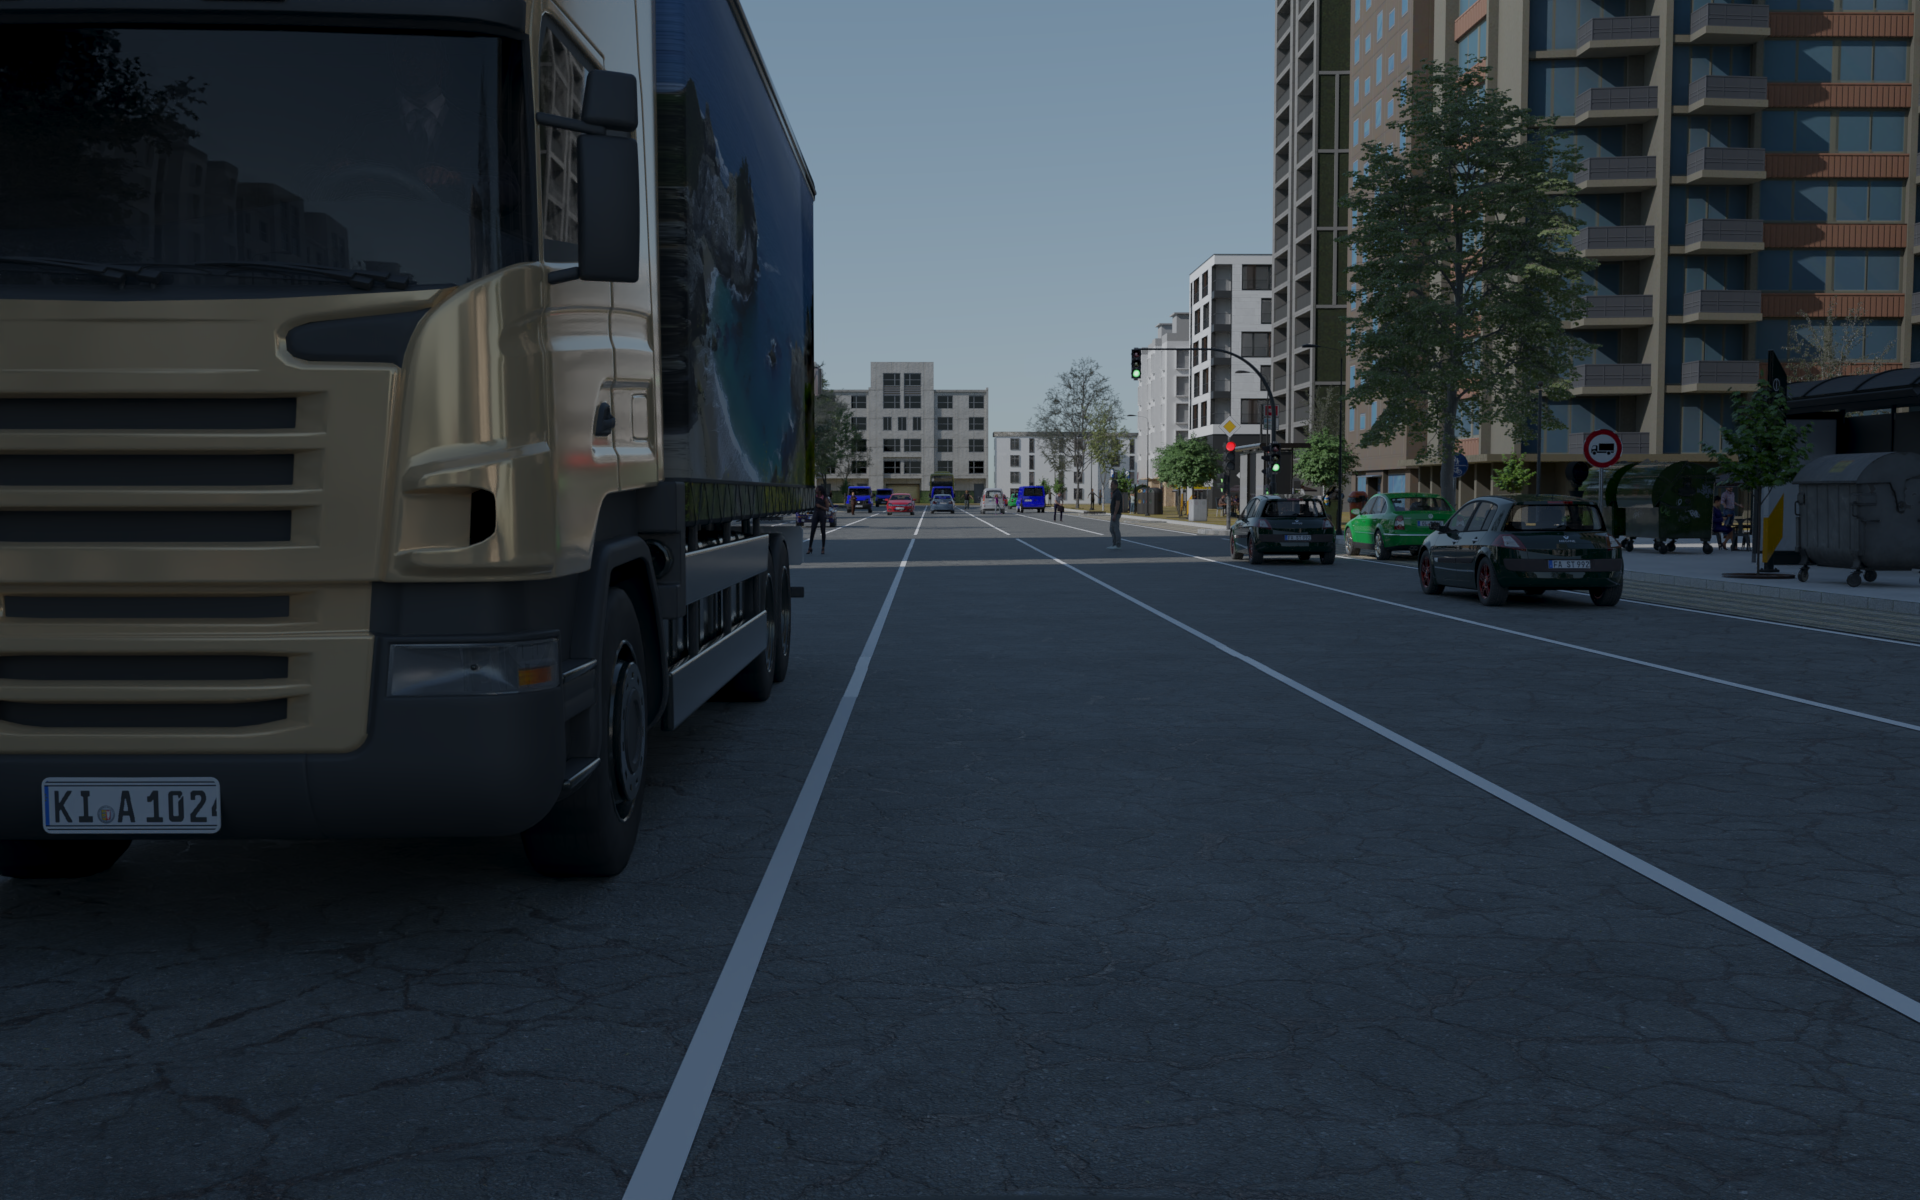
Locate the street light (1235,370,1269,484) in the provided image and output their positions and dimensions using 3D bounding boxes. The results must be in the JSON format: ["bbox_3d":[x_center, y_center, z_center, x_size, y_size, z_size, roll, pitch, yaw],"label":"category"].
[{"bbox_3d":[11.005,-5.660,65.086,1.470,5.913,1.316,0,4,-1],"label":"street light"}]

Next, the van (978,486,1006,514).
[{"bbox_3d":[2.336,-7.204,124.802,2.013,2.044,4.112,0,4,-2],"label":"van"}]

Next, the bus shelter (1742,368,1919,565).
[{"bbox_3d":[15.191,-2.130,28.750,2.014,3.302,5.546,0,4,-1],"label":"bus shelter"}]

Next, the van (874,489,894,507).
[{"bbox_3d":[-8.291,-11.399,190.761,2.240,2.365,5.245,0,3,0],"label":"van"}]

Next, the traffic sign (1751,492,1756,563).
[{"bbox_3d":[14.869,-1.973,32.366,0.768,2.556,0.104,0,4,6],"label":"traffic sign"}]

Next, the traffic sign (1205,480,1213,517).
[{"bbox_3d":[14.055,-5.881,98.287,0.606,2.300,0.079,0,4,5],"label":"traffic sign"}]

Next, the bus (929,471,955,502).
[{"bbox_3d":[-1.928,-11.872,185.652,2.896,3.916,12.252,0,4,-1],"label":"bus"}]

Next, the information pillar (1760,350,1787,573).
[{"bbox_3d":[13.330,-2.262,28.342,0.504,3.616,0.183,-3,4,-36],"label":"information pillar"}]

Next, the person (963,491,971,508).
[{"bbox_3d":[0.808,-10.734,184.014,0.705,1.823,1.348,-3,4,-36],"label":"person"}]

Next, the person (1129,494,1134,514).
[{"bbox_3d":[11.324,-6.334,113.513,0.435,1.345,0.340,1,4,9],"label":"person"}]

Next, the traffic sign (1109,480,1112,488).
[{"bbox_3d":[11.153,-7.575,125.973,0.606,2.300,0.079,0,4,7],"label":"traffic sign"}]

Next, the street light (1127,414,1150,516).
[{"bbox_3d":[10.429,-7.865,101.136,1.470,5.913,1.316,0,4,-1],"label":"street light"}]

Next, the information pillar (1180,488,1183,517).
[{"bbox_3d":[12.667,-6.575,98.860,0.183,3.616,0.504,0,4,5],"label":"information pillar"}]

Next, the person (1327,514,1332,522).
[{"bbox_3d":[10.349,-2.046,49.875,0.695,0.859,0.347,1,4,11],"label":"person"}]

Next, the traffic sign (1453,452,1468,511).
[{"bbox_3d":[15.089,-3.225,52.843,0.768,2.556,0.104,0,4,4],"label":"traffic sign"}]

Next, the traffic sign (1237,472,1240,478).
[{"bbox_3d":[13.926,-5.194,84.653,0.795,2.593,0.064,0,4,7],"label":"traffic sign"}]

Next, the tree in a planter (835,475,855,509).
[{"bbox_3d":[-10.781,-10.172,163.535,1.991,3.239,1.994,0,4,-1],"label":"tree in a planter"}]

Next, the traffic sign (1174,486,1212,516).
[{"bbox_3d":[13.886,-6.699,103.402,2.265,3.308,0.079,0,4,5],"label":"traffic sign"}]

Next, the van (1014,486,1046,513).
[{"bbox_3d":[5.430,-7.884,133.291,2.240,2.365,5.245,0,4,-3],"label":"van"}]

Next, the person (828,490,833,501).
[{"bbox_3d":[-14.892,-11.746,198.614,0.721,1.766,1.217,-2,4,-33],"label":"person"}]

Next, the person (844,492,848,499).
[{"bbox_3d":[-9.448,-8.477,147.809,1.217,1.735,0.721,-3,5,-40],"label":"person"}]

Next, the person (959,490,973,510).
[{"bbox_3d":[0.611,-9.286,160.342,1.348,1.822,0.705,1,4,14],"label":"person"}]

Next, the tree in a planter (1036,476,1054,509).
[{"bbox_3d":[7.955,-10.261,164.982,1.991,3.239,1.994,0,4,-1],"label":"tree in a planter"}]

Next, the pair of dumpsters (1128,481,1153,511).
[{"bbox_3d":[13.126,-7.597,126.698,1.574,2.255,4.437,0,4,-1],"label":"pair of dumpsters"}]

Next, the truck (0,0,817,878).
[{"bbox_3d":[-2.449,-1.281,9.861,2.839,4.237,11.283,0,4,-1],"label":"truck"}]

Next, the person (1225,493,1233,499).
[{"bbox_3d":[22.915,-8.456,147.480,0.628,1.438,0.799,2,4,25],"label":"person"}]

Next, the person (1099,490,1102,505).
[{"bbox_3d":[16.254,-11.875,200.341,0.705,1.807,1.348,0,4,-7],"label":"person"}]

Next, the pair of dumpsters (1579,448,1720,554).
[{"bbox_3d":[15.318,-2.217,38.736,1.574,2.255,4.437,0,4,-1],"label":"pair of dumpsters"}]

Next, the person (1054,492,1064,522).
[{"bbox_3d":[5.171,-4.867,90.283,0.614,1.554,0.590,-2,4,-33],"label":"person"}]

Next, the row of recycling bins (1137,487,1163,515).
[{"bbox_3d":[11.979,-6.223,108.865,1.069,1.692,3.534,-1,4,-9],"label":"row of recycling bins"}]

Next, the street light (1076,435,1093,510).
[{"bbox_3d":[9.875,-10.070,137.187,1.470,5.913,1.316,0,4,-1],"label":"street light"}]

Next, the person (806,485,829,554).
[{"bbox_3d":[-3.417,-1.914,41.270,0.593,1.643,0.415,-1,4,-20],"label":"person"}]

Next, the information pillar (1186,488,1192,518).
[{"bbox_3d":[12.144,-6.109,91.244,0.183,3.616,0.504,-2,4,-30],"label":"information pillar"}]

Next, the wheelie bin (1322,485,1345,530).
[{"bbox_3d":[13.474,-3.338,62.492,0.693,1.594,0.980,2,4,29],"label":"wheelie bin"}]

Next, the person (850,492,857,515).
[{"bbox_3d":[-7.267,-6.603,118.730,0.482,1.546,0.388,-3,4,-38],"label":"person"}]

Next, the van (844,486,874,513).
[{"bbox_3d":[-7.674,-7.841,132.587,2.240,2.365,5.245,0,4,-2],"label":"van"}]

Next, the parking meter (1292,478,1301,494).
[{"bbox_3d":[12.529,-3.596,64.513,0.255,1.863,0.399,0,4,1],"label":"parking meter"}]

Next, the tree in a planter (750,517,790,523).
[{"bbox_3d":[-9.529,-5.455,86.409,1.991,3.239,1.994,0,4,-1],"label":"tree in a planter"}]

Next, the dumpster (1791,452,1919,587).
[{"bbox_3d":[12.791,-1.144,24.464,1.264,1.857,1.865,0,4,-1],"label":"dumpster"}]

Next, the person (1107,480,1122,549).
[{"bbox_3d":[4.006,-2.223,44.966,0.434,1.807,0.598,1,4,12],"label":"person"}]

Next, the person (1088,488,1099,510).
[{"bbox_3d":[10.719,-8.112,139.395,1.217,1.735,0.721,-3,4,-37],"label":"person"}]

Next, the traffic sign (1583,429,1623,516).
[{"bbox_3d":[12.562,-2.070,33.943,0.768,2.556,0.104,0,4,2],"label":"traffic sign"}]

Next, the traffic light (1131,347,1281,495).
[{"bbox_3d":[7.654,-4.844,53.866,4.771,5.953,1.251,0,4,-1],"label":"traffic light"}]

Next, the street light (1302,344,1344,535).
[{"bbox_3d":[11.264,-4.966,53.735,1.470,5.913,1.316,0,4,-1],"label":"street light"}]

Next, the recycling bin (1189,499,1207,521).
[{"bbox_3d":[11.204,-4.217,81.505,0.722,1.027,0.722,-1,4,-9],"label":"recycling bin"}]

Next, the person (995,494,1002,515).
[{"bbox_3d":[2.681,-6.570,119.156,0.776,1.435,0.726,2,4,23],"label":"person"}]

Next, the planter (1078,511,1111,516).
[{"bbox_3d":[8.804,-5.663,113.735,1.991,0.319,1.994,0,4,-1],"label":"planter"}]

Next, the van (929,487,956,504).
[{"bbox_3d":[-1.435,-8.405,141.805,2.240,2.365,5.245,0,4,-1],"label":"van"}]

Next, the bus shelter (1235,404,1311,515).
[{"bbox_3d":[13.228,-5.953,74.969,2.179,5.291,8.768,0,4,-1],"label":"bus shelter"}]

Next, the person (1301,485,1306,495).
[{"bbox_3d":[20.371,-5.890,102.491,0.789,1.805,0.875,-1,4,-12],"label":"person"}]

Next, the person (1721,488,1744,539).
[{"bbox_3d":[21.799,-2.513,49.090,0.963,1.587,0.435,-3,4,-38],"label":"person"}]

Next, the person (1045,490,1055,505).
[{"bbox_3d":[10.236,-11.667,196.931,1.348,1.807,0.705,1,4,19],"label":"person"}]
